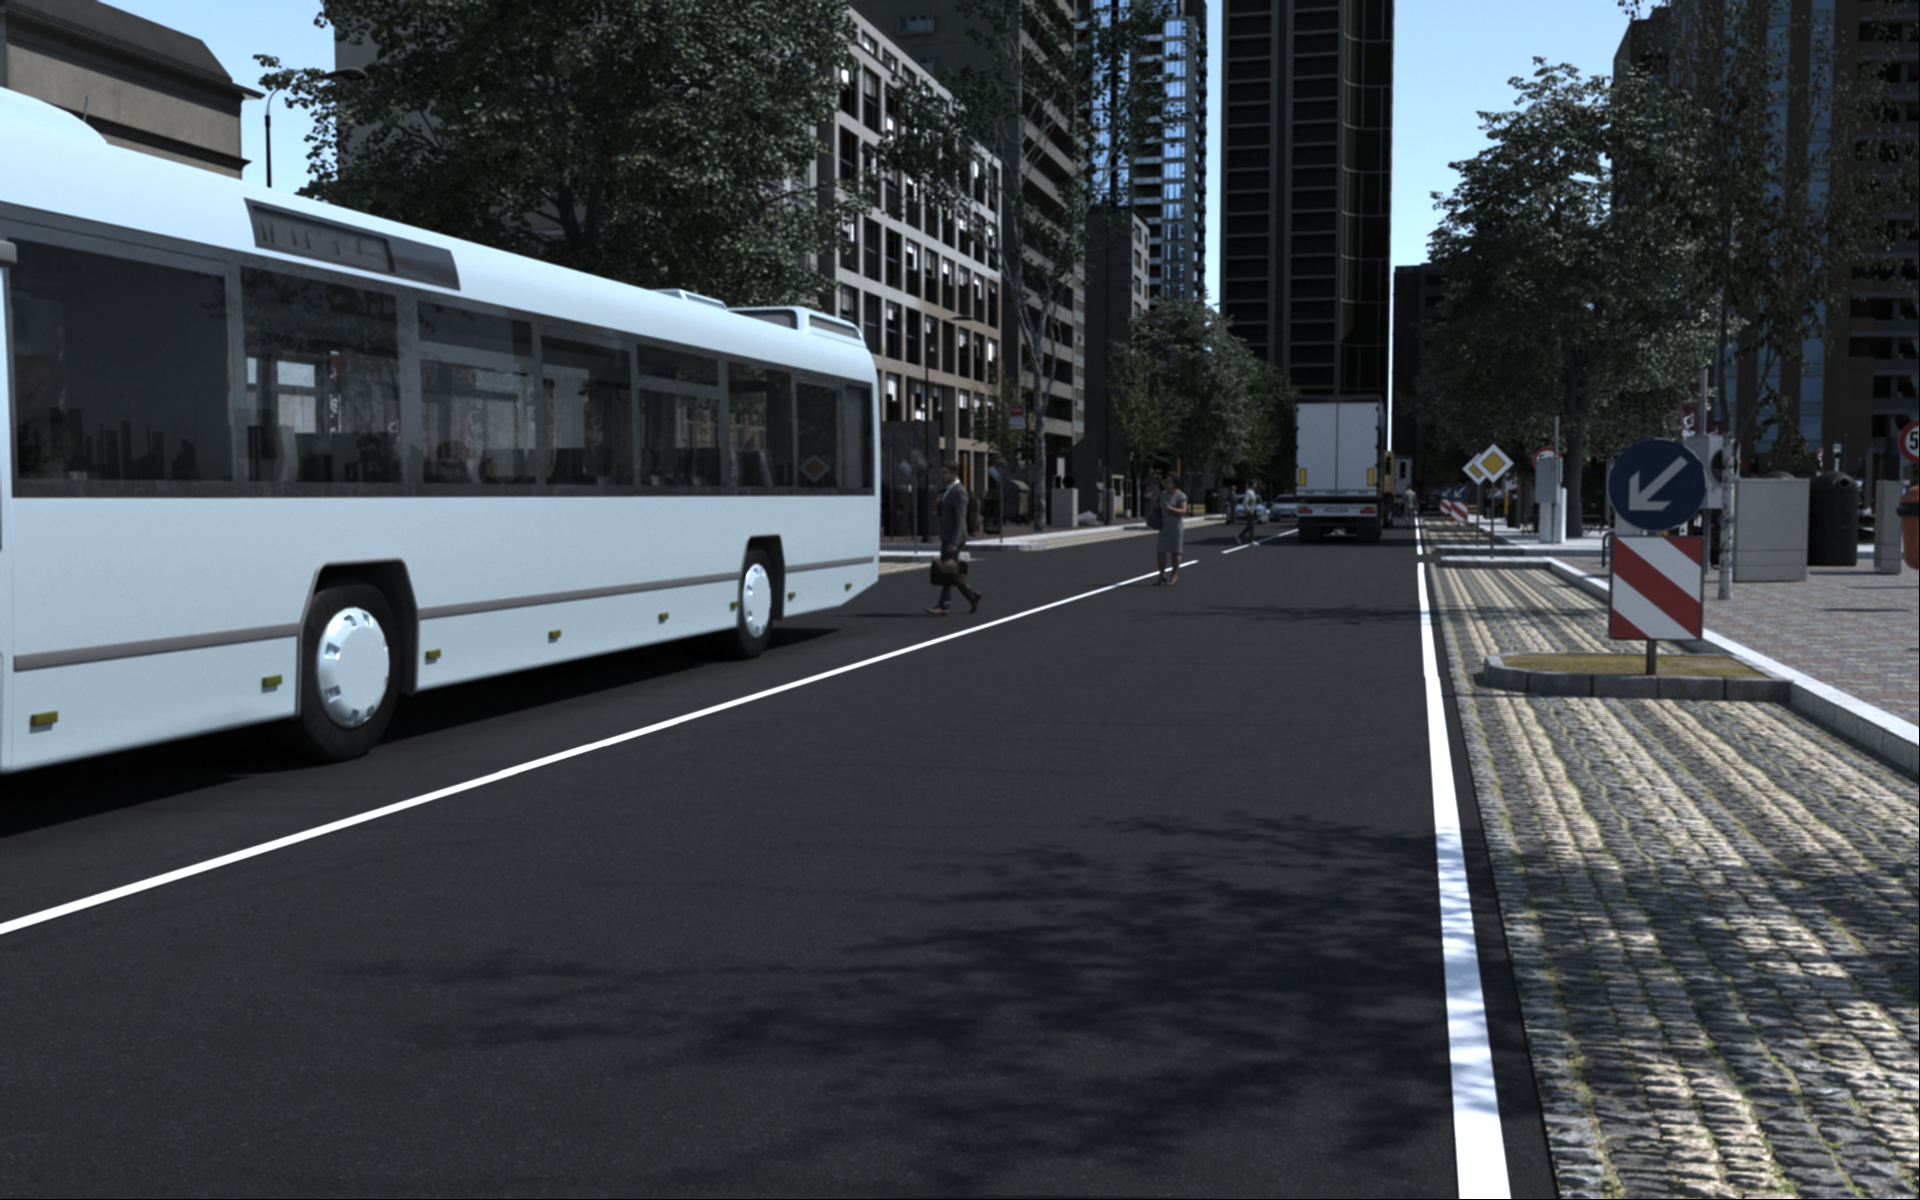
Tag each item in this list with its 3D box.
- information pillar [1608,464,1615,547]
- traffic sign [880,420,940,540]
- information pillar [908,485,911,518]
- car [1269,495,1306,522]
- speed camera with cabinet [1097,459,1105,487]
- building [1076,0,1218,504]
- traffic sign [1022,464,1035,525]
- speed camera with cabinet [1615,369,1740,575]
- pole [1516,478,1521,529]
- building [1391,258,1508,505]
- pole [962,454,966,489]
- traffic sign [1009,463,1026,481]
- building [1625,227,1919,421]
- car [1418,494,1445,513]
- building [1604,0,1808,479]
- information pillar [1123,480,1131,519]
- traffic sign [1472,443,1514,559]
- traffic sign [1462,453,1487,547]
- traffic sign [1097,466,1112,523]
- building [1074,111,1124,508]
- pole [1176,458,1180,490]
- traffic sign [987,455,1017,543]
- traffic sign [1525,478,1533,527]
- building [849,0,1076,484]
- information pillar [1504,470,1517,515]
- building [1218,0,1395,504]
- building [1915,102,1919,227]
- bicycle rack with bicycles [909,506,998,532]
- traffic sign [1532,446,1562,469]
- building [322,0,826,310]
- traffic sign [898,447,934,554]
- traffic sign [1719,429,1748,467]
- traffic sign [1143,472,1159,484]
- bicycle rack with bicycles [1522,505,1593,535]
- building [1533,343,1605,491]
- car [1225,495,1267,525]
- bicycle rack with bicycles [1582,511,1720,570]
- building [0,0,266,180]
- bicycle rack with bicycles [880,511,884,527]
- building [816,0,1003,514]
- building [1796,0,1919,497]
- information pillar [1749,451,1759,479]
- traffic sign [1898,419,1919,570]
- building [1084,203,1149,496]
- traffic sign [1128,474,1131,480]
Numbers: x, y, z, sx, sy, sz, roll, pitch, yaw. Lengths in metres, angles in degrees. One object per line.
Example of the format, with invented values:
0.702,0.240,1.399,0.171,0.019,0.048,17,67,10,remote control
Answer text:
15.989,-2.301,42.106,0.304,2.012,0.304,-3,4,-36,information pillar
-1.616,-3.325,48.232,2.265,3.308,0.079,2,4,24,traffic sign
-2.426,-5.595,82.826,0.183,3.616,0.504,0,4,5,information pillar
17.213,-4.796,90.412,2.014,1.417,4.499,1,4,16,car
7.221,-6.375,98.567,2.038,3.252,0.660,2,4,30,speed camera with cabinet
19.237,-55.931,227.138,31.000,86.520,22.319,1,4,15,building
2.929,-4.412,72.241,0.768,2.556,0.104,1,4,15,traffic sign
11.191,-1.997,26.985,2.038,3.252,0.660,-2,4,-24,speed camera with cabinet
20.576,-4.275,63.734,0.158,3.312,0.155,0,3,0,pole
60.789,-27.126,215.213,14.107,30.474,14.160,1,4,15,building
0.222,-5.717,87.317,0.158,3.312,0.155,0,3,0,pole
2.455,-4.474,73.156,0.884,2.594,0.081,1,4,15,traffic sign
69.317,-17.938,138.327,27.650,21.520,28.899,1,4,15,building
35.512,-7.382,130.489,2.009,1.686,4.222,1,4,15,car
68.067,-31.196,160.159,14.600,45.320,14.200,1,4,15,building
8.737,-5.256,90.425,0.304,2.012,0.304,-3,4,-36,information pillar
10.506,-1.867,34.166,0.795,2.450,0.064,1,4,15,traffic sign
12.530,-2.339,41.891,0.795,2.450,0.064,1,4,15,traffic sign
6.412,-4.727,77.388,0.768,2.556,0.104,1,4,19,traffic sign
-1.789,-28.526,158.283,32.217,40.220,23.993,1,4,15,building
12.405,-6.410,98.649,0.158,3.312,0.155,0,3,0,pole
1.077,-2.524,44.903,0.795,2.450,0.064,1,4,15,traffic sign
22.231,-4.159,68.006,0.884,2.594,0.081,1,4,16,traffic sign
-3.500,-31.242,134.507,21.300,48.544,21.600,1,4,15,building
21.315,-4.623,66.947,0.504,3.616,0.183,-1,4,-12,information pillar
44.493,-47.911,221.604,20.611,71.187,20.563,1,4,15,building
86.411,-43.649,151.909,20.611,71.187,20.563,1,4,15,building
-0.562,-2.798,59.123,2.852,0.926,2.925,-1,4,-16,bicycle rack with bicycles
15.587,-2.808,46.016,0.768,2.556,0.104,2,4,24,traffic sign
-15.052,-17.574,73.235,13.634,28.700,20.117,1,4,15,building
-0.948,-2.051,37.178,0.795,2.450,0.064,1,4,15,traffic sign
14.969,-2.079,33.998,0.884,2.594,0.081,1,4,21,traffic sign
10.021,-5.556,90.850,0.884,2.594,0.081,1,4,22,traffic sign
18.933,-2.546,55.012,2.852,0.926,2.925,3,5,43,bicycle rack with bicycles
83.316,-22.722,216.543,28.899,21.520,27.650,1,4,15,building
13.757,-4.349,83.111,2.014,1.417,4.499,1,4,13,car
12.382,-1.000,29.730,2.852,0.926,2.925,-1,4,-13,bicycle rack with bicycles
-50.360,-15.144,80.890,30.059,22.955,16.112,1,4,15,building
-2.993,-3.242,66.389,2.925,0.926,2.852,1,4,12,bicycle rack with bicycles
-10.871,-18.097,100.395,19.350,26.468,34.151,1,4,15,building
56.712,-28.657,118.659,14.600,45.320,14.200,1,4,15,building
42.630,-6.221,93.068,0.504,3.616,0.183,1,4,11,information pillar
16.226,-1.782,29.244,0.768,2.556,0.104,1,4,18,traffic sign
11.743,-24.756,176.458,14.107,30.474,14.160,1,4,15,building
10.137,-6.158,100.782,0.768,2.556,0.104,1,4,18,traffic sign
